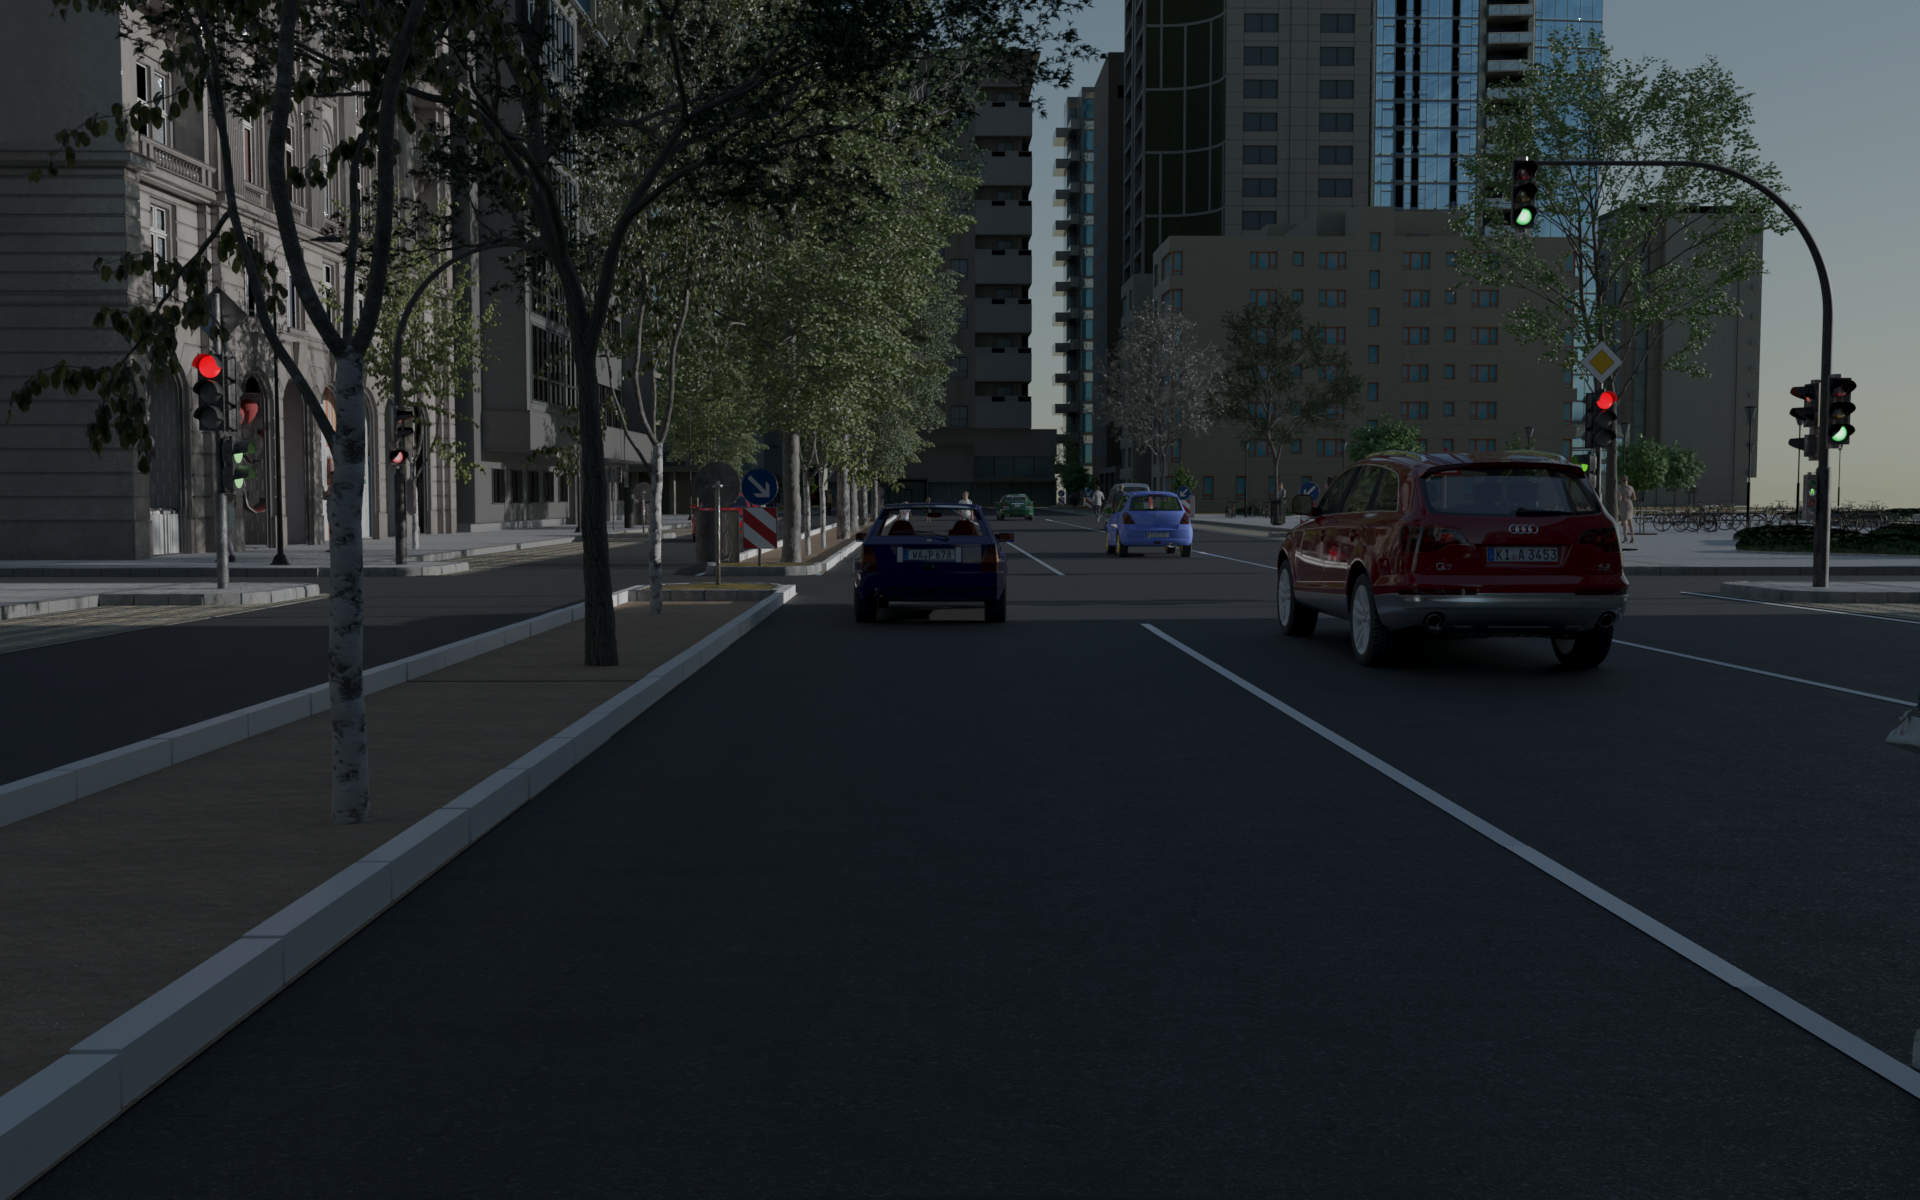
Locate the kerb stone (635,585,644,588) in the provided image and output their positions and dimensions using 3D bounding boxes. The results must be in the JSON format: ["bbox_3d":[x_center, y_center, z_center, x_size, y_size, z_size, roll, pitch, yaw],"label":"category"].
[{"bbox_3d":[-4.482,-0.105,23.960,0.120,0.150,1.000,0,4,-1],"label":"kerb stone"}]

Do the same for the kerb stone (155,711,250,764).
[{"bbox_3d":[-4.208,0.770,9.605,0.120,0.150,1.000,0,4,-1],"label":"kerb stone"}]

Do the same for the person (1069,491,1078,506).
[{"bbox_3d":[11.895,-10.641,180.735,1.217,1.736,0.721,3,5,44],"label":"person"}]

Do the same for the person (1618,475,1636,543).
[{"bbox_3d":[17.346,-2.370,45.131,0.599,1.781,0.374,-1,4,-16],"label":"person"}]

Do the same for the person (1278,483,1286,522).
[{"bbox_3d":[14.858,-4.541,80.559,0.520,1.790,0.573,3,5,42],"label":"person"}]

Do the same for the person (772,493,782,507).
[{"bbox_3d":[-14.621,-7.933,136.574,1.217,1.723,0.721,-2,4,-26],"label":"person"}]

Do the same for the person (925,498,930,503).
[{"bbox_3d":[-1.732,-4.814,91.878,0.362,1.253,0.373,-2,4,-24],"label":"person"}]

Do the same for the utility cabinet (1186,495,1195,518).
[{"bbox_3d":[12.438,-5.034,93.471,0.306,1.237,1.020,0,4,-3],"label":"utility cabinet"}]

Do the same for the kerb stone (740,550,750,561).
[{"bbox_3d":[-4.746,-0.953,37.800,0.120,0.150,1.000,0,4,-1],"label":"kerb stone"}]

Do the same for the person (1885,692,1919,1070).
[{"bbox_3d":[2.568,0.259,4.242,0.573,1.828,0.580,0,4,5],"label":"person"}]

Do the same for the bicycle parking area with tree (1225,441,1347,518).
[{"bbox_3d":[18.134,-6.533,93.813,8.231,4.147,9.016,1,4,20],"label":"bicycle parking area with tree"}]

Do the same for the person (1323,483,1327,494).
[{"bbox_3d":[15.879,-4.157,74.439,0.534,1.772,0.576,2,4,32],"label":"person"}]

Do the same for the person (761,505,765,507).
[{"bbox_3d":[-7.036,-3.200,61.157,0.599,1.781,0.374,-3,4,-38],"label":"person"}]

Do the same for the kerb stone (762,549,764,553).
[{"bbox_3d":[-4.804,-1.141,40.874,0.120,0.150,1.000,0,4,-1],"label":"kerb stone"}]

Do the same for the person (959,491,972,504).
[{"bbox_3d":[0.219,-2.475,51.554,0.503,1.515,0.523,-3,5,-40],"label":"person"}]

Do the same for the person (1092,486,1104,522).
[{"bbox_3d":[7.109,-4.938,89.085,0.661,1.843,0.795,-1,4,-19],"label":"person"}]

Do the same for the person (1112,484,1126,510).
[{"bbox_3d":[6.159,-3.526,66.328,0.661,1.801,0.590,1,4,20],"label":"person"}]

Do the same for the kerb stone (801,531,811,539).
[{"bbox_3d":[-5.119,-2.145,57.270,0.120,0.150,1.000,0,4,-1],"label":"kerb stone"}]

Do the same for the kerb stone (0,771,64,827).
[{"bbox_3d":[-4.161,0.898,7.551,0.120,0.150,1.000,0,4,-1],"label":"kerb stone"}]

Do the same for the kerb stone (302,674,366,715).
[{"bbox_3d":[-4.243,0.645,11.658,0.120,0.150,1.000,0,4,-1],"label":"kerb stone"}]

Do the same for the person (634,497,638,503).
[{"bbox_3d":[-16.804,-4.871,89.960,0.394,1.301,0.425,0,4,5],"label":"person"}]

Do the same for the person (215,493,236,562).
[{"bbox_3d":[-13.838,-1.364,32.626,0.394,1.301,0.425,-1,4,-15],"label":"person"}]

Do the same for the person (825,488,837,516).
[{"bbox_3d":[-8.534,-6.394,113.134,0.705,1.812,1.348,3,5,40],"label":"person"}]

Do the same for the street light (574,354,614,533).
[{"bbox_3d":[-12.134,-5.197,57.511,1.470,5.913,1.316,0,4,-1],"label":"street light"}]

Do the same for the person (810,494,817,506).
[{"bbox_3d":[-16.073,-11.034,188.840,0.705,1.831,1.348,-3,4,-38],"label":"person"}]

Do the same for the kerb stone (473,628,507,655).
[{"bbox_3d":[-4.324,0.394,15.761,0.120,0.150,1.000,0,4,-1],"label":"kerb stone"}]

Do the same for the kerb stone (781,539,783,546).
[{"bbox_3d":[-4.938,-1.581,48.049,0.120,0.150,1.000,0,4,-1],"label":"kerb stone"}]

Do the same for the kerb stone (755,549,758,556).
[{"bbox_3d":[-4.789,-1.080,39.852,0.120,0.150,1.000,0,4,-1],"label":"kerb stone"}]

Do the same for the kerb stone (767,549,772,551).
[{"bbox_3d":[-4.867,-1.331,43.950,0.120,0.150,1.000,0,4,-1],"label":"kerb stone"}]

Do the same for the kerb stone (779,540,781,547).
[{"bbox_3d":[-4.911,-1.456,45.996,0.120,0.150,1.000,0,4,-1],"label":"kerb stone"}]

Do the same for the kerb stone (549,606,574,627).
[{"bbox_3d":[-4.387,0.206,18.832,0.120,0.150,1.000,0,4,-1],"label":"kerb stone"}]

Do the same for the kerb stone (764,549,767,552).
[{"bbox_3d":[-4.826,-1.202,41.896,0.120,0.150,1.000,0,4,-1],"label":"kerb stone"}]

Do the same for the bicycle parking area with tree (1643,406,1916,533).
[{"bbox_3d":[27.560,-4.358,58.261,8.231,4.147,9.016,-2,4,-35],"label":"bicycle parking area with tree"}]

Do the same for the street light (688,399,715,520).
[{"bbox_3d":[-12.630,-6.849,84.524,1.470,5.913,1.316,0,4,-1],"label":"street light"}]

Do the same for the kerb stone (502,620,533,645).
[{"bbox_3d":[-4.343,0.331,16.783,0.120,0.150,1.000,0,4,-1],"label":"kerb stone"}]

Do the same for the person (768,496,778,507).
[{"bbox_3d":[-15.646,-8.335,143.137,1.217,1.723,0.721,0,4,8],"label":"person"}]

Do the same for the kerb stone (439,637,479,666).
[{"bbox_3d":[-4.303,0.456,14.739,0.120,0.150,1.000,0,4,-1],"label":"kerb stone"}]

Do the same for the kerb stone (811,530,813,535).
[{"bbox_3d":[-5.133,-2.205,58.293,0.120,0.150,1.000,0,4,-1],"label":"kerb stone"}]

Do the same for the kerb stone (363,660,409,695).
[{"bbox_3d":[-4.268,0.582,12.687,0.120,0.150,1.000,0,4,-1],"label":"kerb stone"}]

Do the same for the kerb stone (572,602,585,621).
[{"bbox_3d":[-4.392,0.143,19.863,0.120,0.150,1.000,0,4,-1],"label":"kerb stone"}]

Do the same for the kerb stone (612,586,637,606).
[{"bbox_3d":[-4.458,-0.045,22.935,0.120,0.150,1.000,0,4,-1],"label":"kerb stone"}]

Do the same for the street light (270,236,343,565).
[{"bbox_3d":[-11.787,-3.591,31.255,1.470,5.913,1.316,0,4,-1],"label":"street light"}]

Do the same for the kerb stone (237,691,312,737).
[{"bbox_3d":[-4.229,0.708,10.627,0.120,0.150,1.000,0,4,-1],"label":"kerb stone"}]

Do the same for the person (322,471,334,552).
[{"bbox_3d":[-13.838,-1.956,38.201,0.511,1.800,0.466,2,4,23],"label":"person"}]

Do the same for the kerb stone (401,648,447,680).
[{"bbox_3d":[-4.279,0.519,13.709,0.120,0.150,1.000,0,4,-1],"label":"kerb stone"}]

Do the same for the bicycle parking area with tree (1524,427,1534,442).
[{"bbox_3d":[25.278,-5.177,71.650,9.016,4.147,8.231,-1,4,-13],"label":"bicycle parking area with tree"}]

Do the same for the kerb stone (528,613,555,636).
[{"bbox_3d":[-4.355,0.269,17.805,0.120,0.150,1.000,0,4,-1],"label":"kerb stone"}]

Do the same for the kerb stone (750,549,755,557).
[{"bbox_3d":[-4.762,-1.017,38.825,0.120,0.150,1.000,0,4,-1],"label":"kerb stone"}]

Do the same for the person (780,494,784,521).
[{"bbox_3d":[-9.209,-5.124,92.186,0.836,1.842,0.656,-2,4,-27],"label":"person"}]

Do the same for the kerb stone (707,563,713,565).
[{"bbox_3d":[-4.646,-0.641,32.674,0.120,0.150,1.000,0,4,-1],"label":"kerb stone"}]

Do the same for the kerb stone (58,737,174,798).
[{"bbox_3d":[-4.186,0.835,8.575,0.120,0.150,1.000,0,4,-1],"label":"kerb stone"}]
